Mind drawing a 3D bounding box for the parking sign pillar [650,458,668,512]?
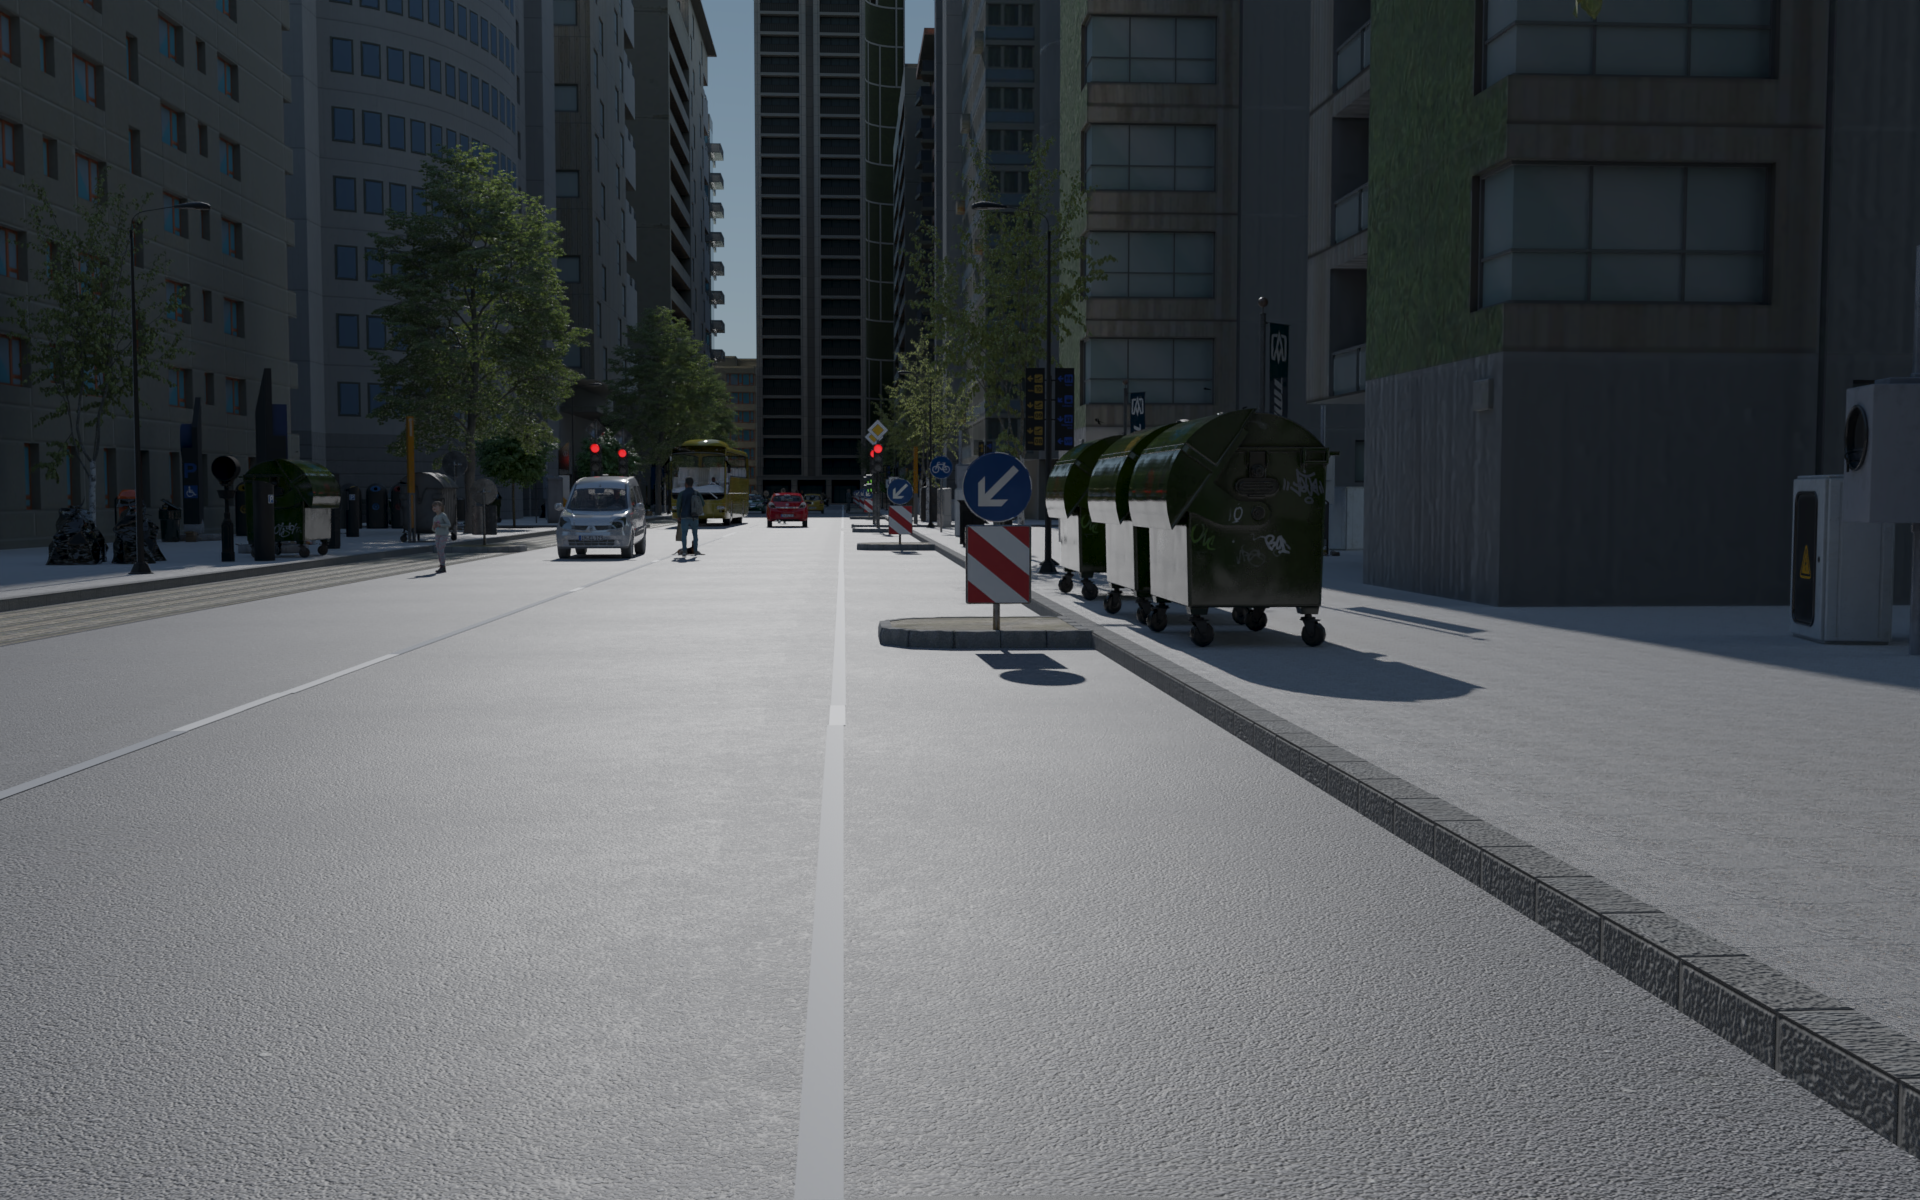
[{"bbox_3d":[-21.657,-8.346,124.925,1.447,3.967,1.447,1,4,13],"label":"parking sign pillar"}]

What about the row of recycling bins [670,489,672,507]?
[{"bbox_3d":[-21.898,-8.067,139.014,3.534,1.692,1.069,-2,4,-24],"label":"row of recycling bins"}]

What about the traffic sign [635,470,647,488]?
[{"bbox_3d":[-17.496,-5.785,94.590,0.884,2.594,0.081,0,4,3],"label":"traffic sign"}]

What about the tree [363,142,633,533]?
[{"bbox_3d":[-15.698,-8.468,56.574,7.486,12.596,7.792,0,3,0],"label":"tree"}]

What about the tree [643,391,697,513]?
[{"bbox_3d":[-19.336,-10.049,114.662,4.737,8.622,4.395,0,3,0],"label":"tree"}]

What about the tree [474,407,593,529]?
[{"bbox_3d":[-16.681,-4.972,65.001,4.285,4.588,4.351,0,3,0],"label":"tree"}]

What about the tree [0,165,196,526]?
[{"bbox_3d":[-19.805,-5.455,39.548,4.737,8.622,4.395,0,3,0],"label":"tree"}]

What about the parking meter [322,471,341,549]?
[{"bbox_3d":[-14.709,-2.128,40.496,0.399,1.863,0.255,1,4,9],"label":"parking meter"}]

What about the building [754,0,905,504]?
[{"bbox_3d":[-17.960,-49.233,243.217,20.611,71.187,20.563,0,4,-4],"label":"building"}]

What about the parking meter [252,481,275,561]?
[{"bbox_3d":[-13.361,-1.519,33.240,0.372,1.533,0.369,0,3,0],"label":"parking meter"}]

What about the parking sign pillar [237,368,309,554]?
[{"bbox_3d":[-15.020,-3.015,37.768,1.447,3.967,1.447,-2,4,-31],"label":"parking sign pillar"}]

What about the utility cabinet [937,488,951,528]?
[{"bbox_3d":[-0.606,-3.465,65.330,0.318,1.500,1.173,-1,4,-13],"label":"utility cabinet"}]

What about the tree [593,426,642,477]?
[{"bbox_3d":[-16.949,-6.081,83.138,4.285,4.588,4.351,0,3,0],"label":"tree"}]

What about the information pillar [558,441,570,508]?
[{"bbox_3d":[-17.564,-5.231,76.875,0.504,3.616,0.183,-2,4,-26],"label":"information pillar"}]

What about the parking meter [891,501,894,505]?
[{"bbox_3d":[-4.260,-6.565,113.054,0.399,1.863,0.255,-1,4,-21],"label":"parking meter"}]

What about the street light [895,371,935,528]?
[{"bbox_3d":[-1.650,-5.683,65.453,1.470,5.913,1.316,0,4,-4],"label":"street light"}]

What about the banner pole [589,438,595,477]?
[{"bbox_3d":[-16.437,-5.350,77.484,0.401,3.779,0.863,-2,4,-25],"label":"banner pole"}]

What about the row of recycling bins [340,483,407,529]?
[{"bbox_3d":[-21.224,-3.498,64.311,3.534,1.692,1.069,-1,4,-11],"label":"row of recycling bins"}]

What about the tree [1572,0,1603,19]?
[{"bbox_3d":[3.173,-3.363,5.350,4.737,8.622,4.395,0,3,0],"label":"tree"}]

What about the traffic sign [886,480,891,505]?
[{"bbox_3d":[-4.842,-7.221,120.187,0.606,2.300,0.079,0,4,5],"label":"traffic sign"}]

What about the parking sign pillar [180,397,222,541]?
[{"bbox_3d":[-21.095,-3.616,47.599,1.447,3.967,1.447,-1,4,-19],"label":"parking sign pillar"}]

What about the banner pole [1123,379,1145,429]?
[{"bbox_3d":[3.735,-2.908,37.561,0.401,3.779,0.863,-3,4,-37],"label":"banner pole"}]

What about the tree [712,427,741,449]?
[{"bbox_3d":[-22.066,-12.703,158.057,4.737,8.622,4.395,0,3,0],"label":"tree"}]

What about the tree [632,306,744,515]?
[{"bbox_3d":[-17.874,-11.413,104.735,7.486,12.596,7.792,0,3,0],"label":"tree"}]

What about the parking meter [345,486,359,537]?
[{"bbox_3d":[-18.137,-2.646,51.678,0.372,1.533,0.369,0,3,0],"label":"parking meter"}]

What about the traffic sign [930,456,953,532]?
[{"bbox_3d":[-0.628,-3.528,57.784,0.768,2.556,0.104,0,4,4],"label":"traffic sign"}]

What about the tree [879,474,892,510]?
[{"bbox_3d":[-5.328,-9.072,142.925,1.663,3.219,1.824,0,3,0],"label":"tree"}]

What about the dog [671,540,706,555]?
[{"bbox_3d":[-6.384,-1.254,40.695,0.748,0.427,0.550,3,5,42],"label":"dog"}]

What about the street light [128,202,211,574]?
[{"bbox_3d":[-12.610,-3.371,27.658,1.470,5.913,1.316,0,4,-4],"label":"street light"}]

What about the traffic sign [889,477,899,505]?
[{"bbox_3d":[-3.950,-6.210,103.659,0.606,2.300,0.079,0,4,2],"label":"traffic sign"}]

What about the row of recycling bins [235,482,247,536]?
[{"bbox_3d":[-20.593,-2.778,52.530,3.534,1.692,1.069,2,4,27],"label":"row of recycling bins"}]

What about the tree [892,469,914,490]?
[{"bbox_3d":[-3.949,-8.496,133.518,1.663,3.219,1.824,0,3,0],"label":"tree"}]

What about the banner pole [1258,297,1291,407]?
[{"bbox_3d":[4.010,-1.975,22.303,0.401,3.779,0.863,3,5,42],"label":"banner pole"}]

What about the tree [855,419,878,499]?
[{"bbox_3d":[-7.406,-12.948,162.065,4.360,8.622,3.978,0,3,0],"label":"tree"}]

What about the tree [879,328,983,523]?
[{"bbox_3d":[-1.219,-7.786,77.662,4.360,8.622,3.978,0,3,0],"label":"tree"}]

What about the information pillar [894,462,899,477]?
[{"bbox_3d":[-4.834,-8.436,129.282,0.183,3.616,0.504,0,4,7],"label":"information pillar"}]

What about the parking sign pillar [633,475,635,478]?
[{"bbox_3d":[-27.930,-9.678,146.701,1.447,3.967,1.447,-2,4,-24],"label":"parking sign pillar"}]

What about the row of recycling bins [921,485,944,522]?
[{"bbox_3d":[-1.288,-4.558,81.637,1.069,1.692,3.534,0,4,6],"label":"row of recycling bins"}]

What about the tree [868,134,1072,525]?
[{"bbox_3d":[0.992,-5.168,34.865,4.737,8.622,4.395,0,3,0],"label":"tree"}]

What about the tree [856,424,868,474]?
[{"bbox_3d":[-2.274,-8.555,90.239,4.737,8.622,4.395,0,3,0],"label":"tree"}]

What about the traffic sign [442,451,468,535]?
[{"bbox_3d":[-14.883,-3.115,51.030,0.768,2.556,0.104,0,4,2],"label":"traffic sign"}]
